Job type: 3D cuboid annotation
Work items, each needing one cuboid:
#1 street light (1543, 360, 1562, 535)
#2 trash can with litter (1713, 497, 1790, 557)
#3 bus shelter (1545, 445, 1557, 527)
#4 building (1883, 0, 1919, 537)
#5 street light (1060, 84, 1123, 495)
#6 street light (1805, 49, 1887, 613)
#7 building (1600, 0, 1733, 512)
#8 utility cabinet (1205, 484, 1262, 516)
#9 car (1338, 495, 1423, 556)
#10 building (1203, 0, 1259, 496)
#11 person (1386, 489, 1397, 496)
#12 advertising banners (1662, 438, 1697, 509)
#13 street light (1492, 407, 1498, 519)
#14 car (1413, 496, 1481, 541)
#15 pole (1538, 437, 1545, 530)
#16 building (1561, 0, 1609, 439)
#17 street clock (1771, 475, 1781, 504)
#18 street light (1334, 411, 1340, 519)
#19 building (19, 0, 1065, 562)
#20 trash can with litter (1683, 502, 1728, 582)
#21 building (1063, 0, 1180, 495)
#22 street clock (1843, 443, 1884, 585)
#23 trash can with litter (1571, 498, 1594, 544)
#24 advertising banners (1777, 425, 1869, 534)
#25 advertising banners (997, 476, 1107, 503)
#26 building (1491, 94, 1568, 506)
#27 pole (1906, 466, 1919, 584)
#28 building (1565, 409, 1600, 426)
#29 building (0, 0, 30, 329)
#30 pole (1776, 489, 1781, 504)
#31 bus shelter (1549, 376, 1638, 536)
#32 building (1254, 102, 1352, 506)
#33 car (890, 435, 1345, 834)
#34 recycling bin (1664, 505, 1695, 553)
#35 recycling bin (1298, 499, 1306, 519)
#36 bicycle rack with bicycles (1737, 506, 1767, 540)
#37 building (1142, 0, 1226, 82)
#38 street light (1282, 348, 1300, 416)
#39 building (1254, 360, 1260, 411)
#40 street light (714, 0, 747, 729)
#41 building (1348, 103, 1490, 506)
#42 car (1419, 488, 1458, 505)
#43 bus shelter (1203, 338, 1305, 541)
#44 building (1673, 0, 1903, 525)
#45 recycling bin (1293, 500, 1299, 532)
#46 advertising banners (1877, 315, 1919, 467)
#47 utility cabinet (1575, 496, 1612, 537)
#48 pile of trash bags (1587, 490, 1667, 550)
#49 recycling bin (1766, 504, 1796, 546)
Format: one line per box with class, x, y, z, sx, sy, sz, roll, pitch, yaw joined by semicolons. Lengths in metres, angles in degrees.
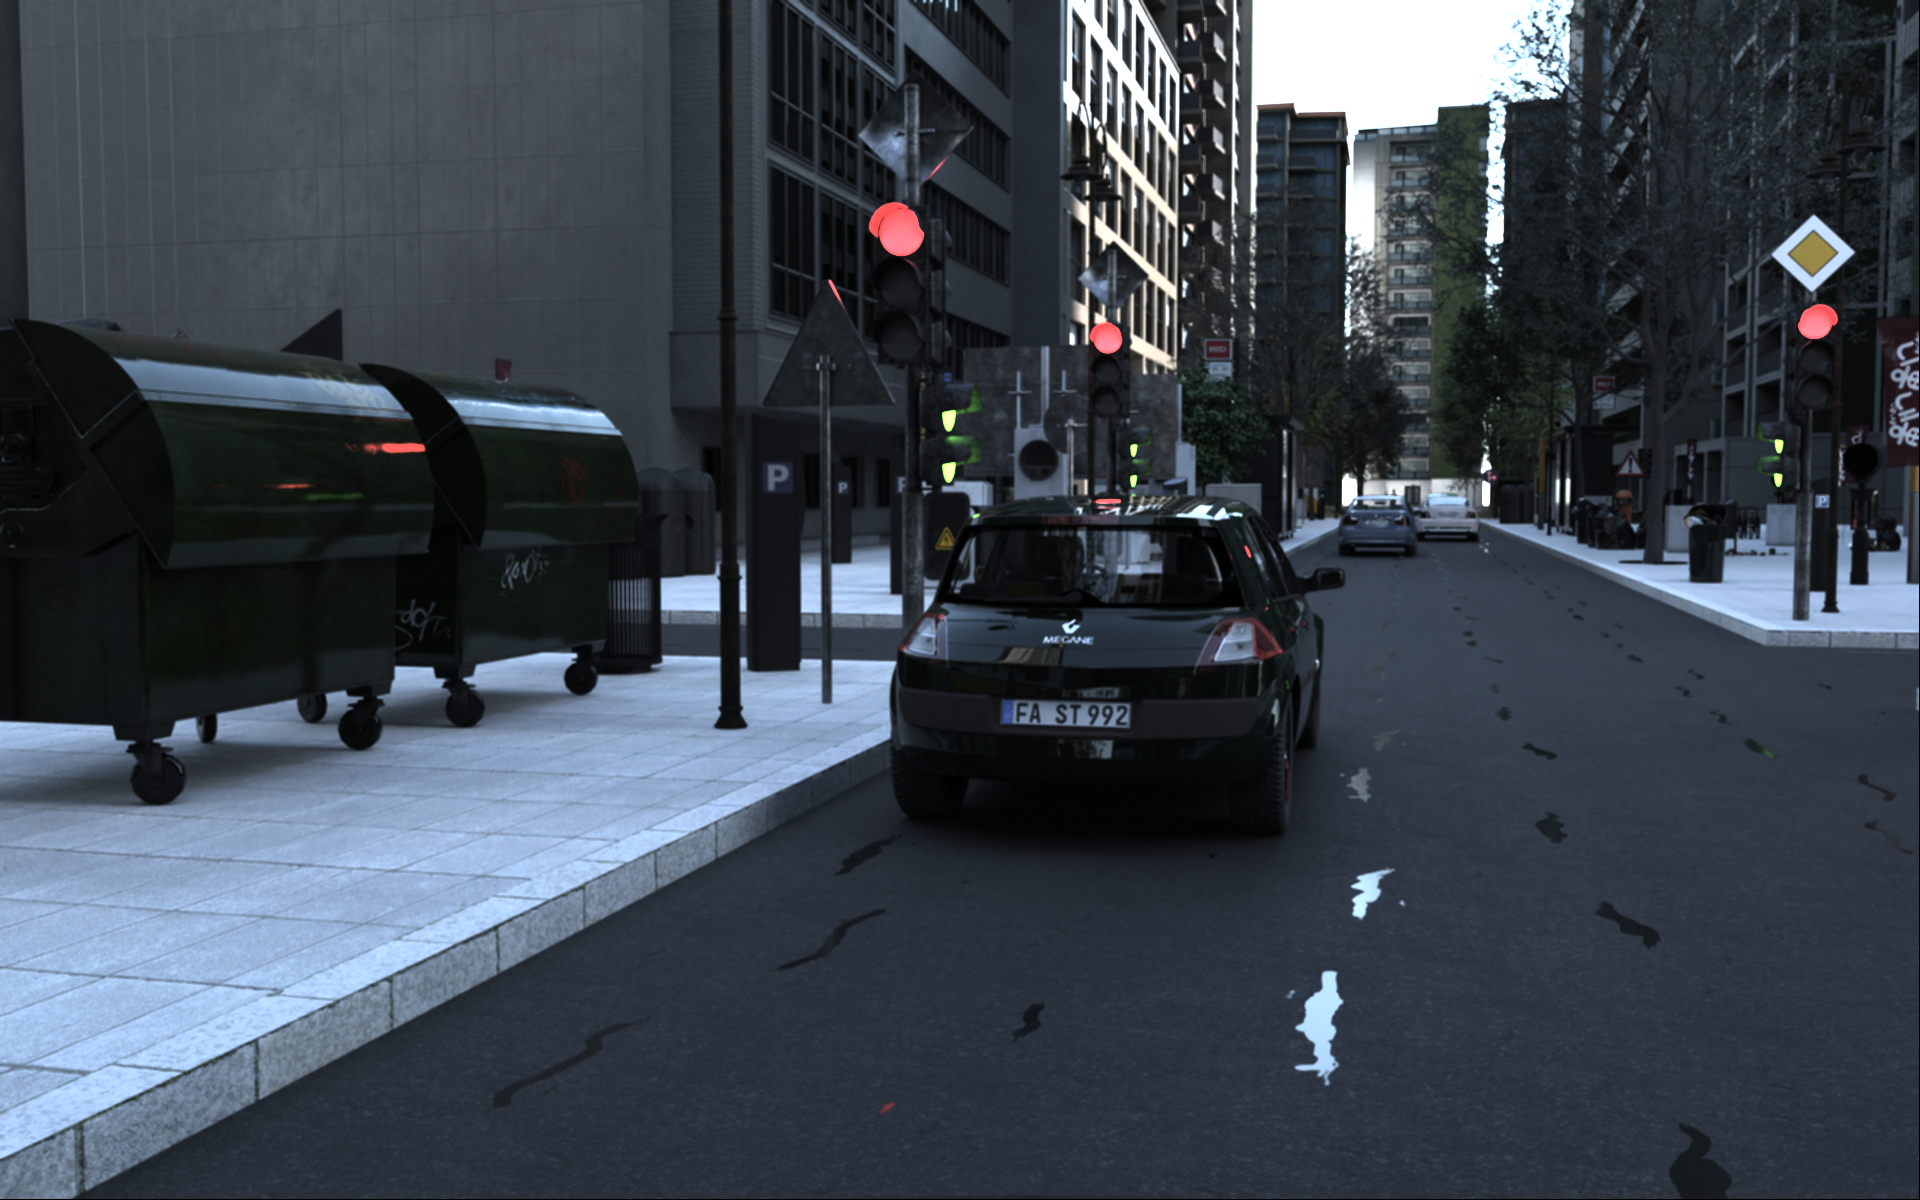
street light;18.326;-4.948;53.694;0.468;5.910;1.993;1;4;14
trash can with litter;16.475;-1.547;36.355;2.233;1.210;1.678;0;4;-4
bus shelter;23.199;-4.385;65.617;2.014;3.302;5.546;1;4;15
building;35.601;-17.101;51.310;14.160;30.474;14.107;1;4;14
street light;1.528;-2.894;20.111;0.468;5.910;1.993;1;4;14
street light;9.446;-2.803;18.618;0.468;5.910;1.993;1;4;14
building;48.183;-28.868;95.688;21.300;48.544;21.600;1;4;14
utility cabinet;5.932;-1.771;37.643;1.173;1.500;0.318;2;4;26
car;10.052;-1.805;41.522;2.014;1.417;4.499;1;4;16
building;14.708;-27.354;130.827;14.154;41.232;14.086;1;4;14
person;27.243;-6.126;109.459;0.742;1.727;0.445;1;4;17
advertising banners;22.949;-3.620;55.372;0.090;3.025;2.074;0;4;-7
street light;27.679;-7.135;89.444;0.468;5.910;1.993;1;4;14
car;15.224;-2.557;54.167;2.083;1.381;4.827;1;4;15
pole;20.921;-4.187;62.300;0.158;3.312;0.155;0;3;0
building;58.295;-30.235;144.450;14.600;45.320;14.200;1;4;14
street clock;28.178;-3.367;59.614;0.471;2.002;0.358;3;4;39
street light;19.575;-7.164;89.912;0.468;5.910;1.993;1;4;14
building;-6.903;-13.796;44.627;14.314;24.678;30.058;1;4;14
trash can with litter;10.853;-0.854;25.356;0.624;1.170;1.055;1;4;16
building;-2.158;-16.652;76.773;19.350;26.468;34.151;1;4;14
street clock;12.731;-1.216;24.460;0.471;2.002;0.358;3;5;44
trash can with litter;16.352;-2.032;44.610;1.055;1.170;0.624;-1;4;-10
advertising banners;22.152;-2.954;44.493;2.074;3.025;0.090;2;4;29
advertising banners;1.631;-1.945;27.992;2.074;3.025;0.090;1;4;10
building;70.975;-32.428;184.814;28.867;44.769;22.147;1;4;14
pole;13.645;-1.884;24.654;0.158;3.312;0.155;0;3;0
building;55.909;-49.390;120.201;22.319;86.520;31.000;1;4;14
building;-26.725;-10.672;39.114;19.286;19.102;10.561;1;4;14
pole;31.218;-4.415;66.032;0.158;3.312;0.155;0;3;0
bus shelter;20.531;-4.834;56.662;2.179;5.291;8.768;1;4;14
building;28.967;-33.080;195.475;28.867;44.769;22.147;1;4;14
car;0.919;0.058;8.838;2.009;1.686;4.222;1;4;14
recycling bin;15.956;-1.567;38.179;0.722;1.027;0.722;1;4;16
recycling bin;17.555;-4.748;90.178;0.722;1.027;0.722;-1;4;-15
bicycle rack with bicycles;22.184;-2.254;50.230;2.852;0.926;2.925;3;5;40
building;4.988;-27.877;110.412;22.147;44.769;28.867;1;4;14
street light;10.504;-5.030;55.024;0.468;5.910;1.993;1;4;14
building;11.813;-51.340;152.084;31.000;86.520;22.319;1;4;14
street light;-1.260;-2.236;9.347;0.468;5.910;1.993;1;4;14
building;49.117;-30.739;186.174;14.086;41.232;14.154;1;4;14
car;20.922;-4.056;75.104;1.959;1.807;4.718;1;4;16
bus shelter;7.999;-4.248;47.082;2.179;5.291;8.768;1;4;15
building;43.819;-38.889;74.092;20.563;71.187;20.611;1;4;14
recycling bin;10.870;-2.813;58.554;0.722;1.027;0.722;-1;4;-23
advertising banners;9.858;-1.245;16.542;2.074;3.025;0.090;3;5;39
utility cabinet;19.011;-2.492;51.912;1.020;1.237;0.306;1;4;10
pile of trash bags;15.970;-1.933;41.359;1.912;1.369;3.447;1;4;15
recycling bin;20.489;-1.861;42.983;0.722;1.027;0.722;3;5;41
